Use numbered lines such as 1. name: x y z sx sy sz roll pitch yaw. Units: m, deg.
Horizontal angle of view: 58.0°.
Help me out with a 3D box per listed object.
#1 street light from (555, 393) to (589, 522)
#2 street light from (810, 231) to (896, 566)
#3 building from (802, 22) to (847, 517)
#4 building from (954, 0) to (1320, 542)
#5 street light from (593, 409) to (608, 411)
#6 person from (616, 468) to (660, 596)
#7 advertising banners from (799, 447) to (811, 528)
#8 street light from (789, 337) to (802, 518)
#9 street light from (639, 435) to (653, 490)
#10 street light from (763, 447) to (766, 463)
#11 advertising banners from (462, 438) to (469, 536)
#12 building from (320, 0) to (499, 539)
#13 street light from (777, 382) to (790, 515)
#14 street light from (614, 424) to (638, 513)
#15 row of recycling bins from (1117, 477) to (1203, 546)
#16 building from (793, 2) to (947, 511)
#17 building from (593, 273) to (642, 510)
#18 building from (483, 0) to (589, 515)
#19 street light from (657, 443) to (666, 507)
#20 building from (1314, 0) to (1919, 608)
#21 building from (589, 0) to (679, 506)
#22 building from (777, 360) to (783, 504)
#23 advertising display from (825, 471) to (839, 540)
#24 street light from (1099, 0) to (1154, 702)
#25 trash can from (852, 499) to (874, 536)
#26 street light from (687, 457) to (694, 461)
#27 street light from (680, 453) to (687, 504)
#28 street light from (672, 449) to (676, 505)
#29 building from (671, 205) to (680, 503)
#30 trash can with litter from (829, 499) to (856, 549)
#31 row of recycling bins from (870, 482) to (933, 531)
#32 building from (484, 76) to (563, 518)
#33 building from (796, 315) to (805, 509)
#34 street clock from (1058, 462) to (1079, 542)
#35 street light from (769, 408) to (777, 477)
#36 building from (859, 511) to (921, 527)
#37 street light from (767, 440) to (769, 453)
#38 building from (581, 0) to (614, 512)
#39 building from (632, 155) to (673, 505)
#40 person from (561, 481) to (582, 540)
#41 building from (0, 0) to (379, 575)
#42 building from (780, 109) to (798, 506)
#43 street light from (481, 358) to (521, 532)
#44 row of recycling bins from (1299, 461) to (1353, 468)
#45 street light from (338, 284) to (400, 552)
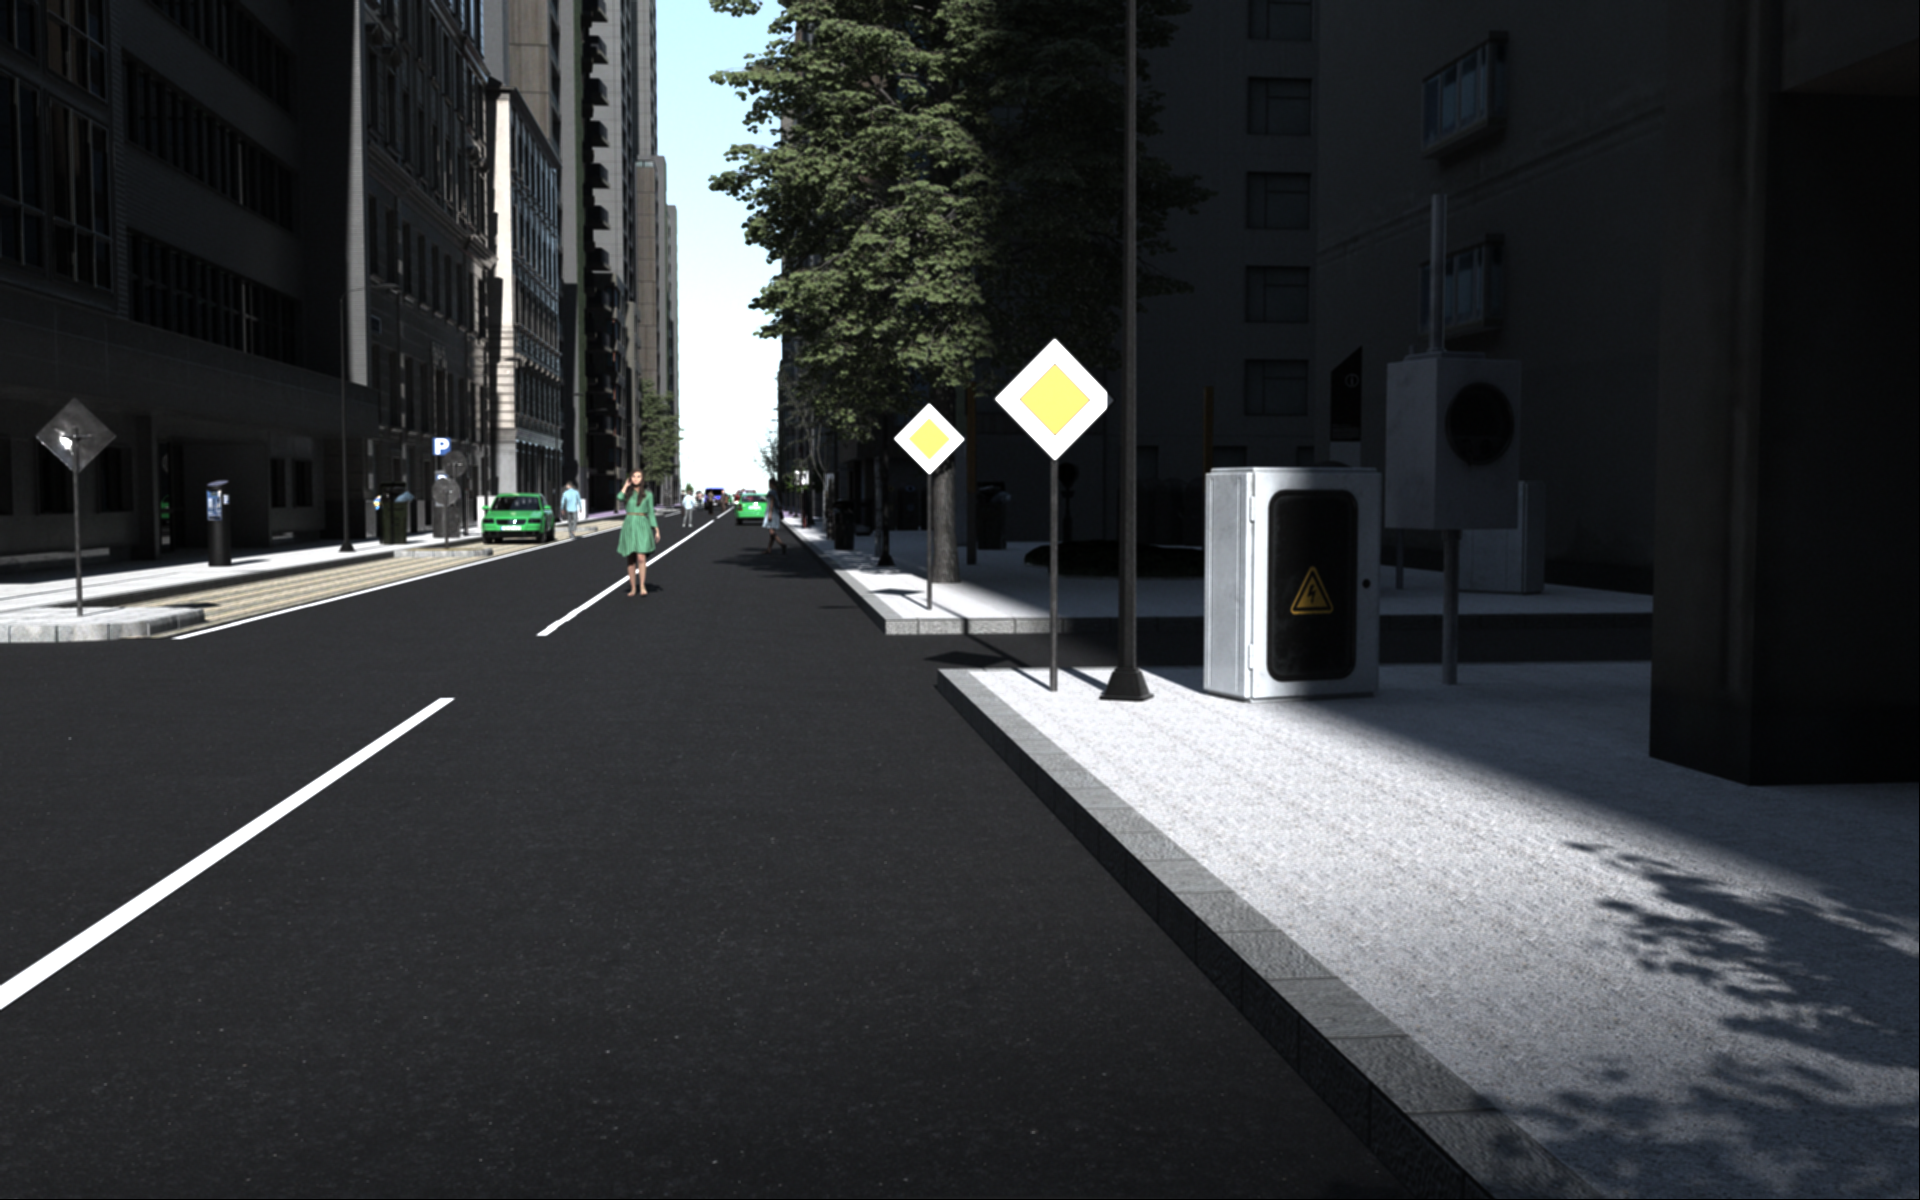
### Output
1. street light: -18.010 -6.556 79.737 1.470 5.913 1.316 0 4 -7
2. street light: -1.862 -3.558 30.723 1.470 5.913 1.316 0 4 -7
3. building: 0.480 -34.764 110.395 21.231 58.520 28.212 0 4 -7
4. building: 6.422 -22.584 52.851 14.154 41.232 14.086 0 4 -7
5. street light: -19.858 -7.444 94.247 1.470 5.913 1.316 0 4 -7
6. person: -4.523 -0.952 24.309 0.600 1.795 0.529 -1 4 -15
7. advertising banners: -5.844 -4.211 65.043 0.090 3.025 2.074 0 4 7
8. street light: -4.223 -4.818 51.312 1.470 5.913 1.316 0 4 -7
9. street light: -24.701 -9.962 135.412 1.470 5.913 1.316 0 4 -7
10. street light: -15.986 -10.790 148.949 1.470 5.913 1.316 0 4 -7
11. advertising banners: -15.269 -3.508 53.551 0.090 3.025 2.074 -1 4 -12
12. building: -23.890 -16.049 59.657 12.463 27.353 25.104 0 4 -7
13. street light: -6.723 -6.076 71.885 1.470 5.913 1.316 0 4 -7
14. street light: -22.290 -8.703 114.828 1.470 5.913 1.316 0 4 -7
15. row of recycling bins: 5.191 -2.248 43.875 1.069 1.692 3.534 -2 4 -32
16. building: -8.394 -31.297 161.819 14.600 45.320 14.200 0 4 -7
17. building: -42.276 -18.559 148.481 27.650 21.520 28.899 0 4 -7
18. building: -29.066 -25.346 98.009 14.154 41.232 14.086 0 4 -7
19. street light: -27.223 -11.220 155.982 1.470 5.913 1.316 0 4 -7
20. building: 18.109 -24.887 30.606 21.600 48.544 21.300 0 4 -7
21. building: -46.383 -47.719 218.450 20.563 71.187 20.611 0 4 -7
22. building: -11.091 -24.099 239.065 27.650 21.520 28.899 0 4 -7
23. advertising display: -3.591 -2.652 48.575 0.123 1.923 0.974 -1 4 -20
24. street light: 0.510 -2.330 10.639 1.470 5.913 1.316 0 4 -7
25. trash can: -2.993 -2.555 53.433 0.748 1.137 0.748 0 3 0
26. street light: -34.540 -14.994 217.685 1.470 5.913 1.316 0 4 -7
27. street light: -32.118 -13.729 197.002 1.470 5.913 1.316 0 4 -7
28. street light: -29.575 -12.464 176.326 1.470 5.913 1.316 0 4 -7
29. building: -45.903 -33.862 237.244 14.154 41.232 14.086 0 4 -7
30. trash can with litter: -2.751 -1.758 40.137 0.624 1.170 1.055 -1 4 -9
31. row of recycling bins: -1.455 -3.326 61.485 3.534 1.692 1.069 -1 4 -18
32. building: -24.738 -14.256 82.236 9.793 20.994 18.267 0 4 -7
33. building: 0.815 -18.162 141.980 27.650 21.520 28.899 0 4 -7
34. street clock: 2.469 -2.149 39.705 0.471 2.002 0.358 1 4 23
35. street light: -9.426 -7.410 93.696 1.470 5.913 1.316 0 4 -7
36. building: 1.982 -25.954 74.456 14.600 45.320 14.200 0 4 -7
37. street light: -11.084 -8.272 107.792 1.470 5.913 1.316 0 4 -7
38. building: -35.864 -28.398 118.936 22.147 44.769 28.867 0 4 -7
39. building: -41.542 -31.737 202.502 14.154 41.232 14.086 0 4 -7
40. person: -12.326 -2.840 54.796 0.638 1.841 0.748 0 4 7
41. building: -21.241 -13.010 31.781 14.314 24.678 30.058 0 4 -7
42. building: -12.234 -30.786 186.942 14.154 41.232 14.086 0 4 -7
43. street light: -15.622 -5.289 59.017 1.470 5.913 1.316 0 4 -7
44. row of recycling bins: 4.791 -0.966 22.915 1.069 1.692 3.534 0 4 7
45. street light: -13.093 -4.028 38.393 1.470 5.913 1.316 0 4 -7
